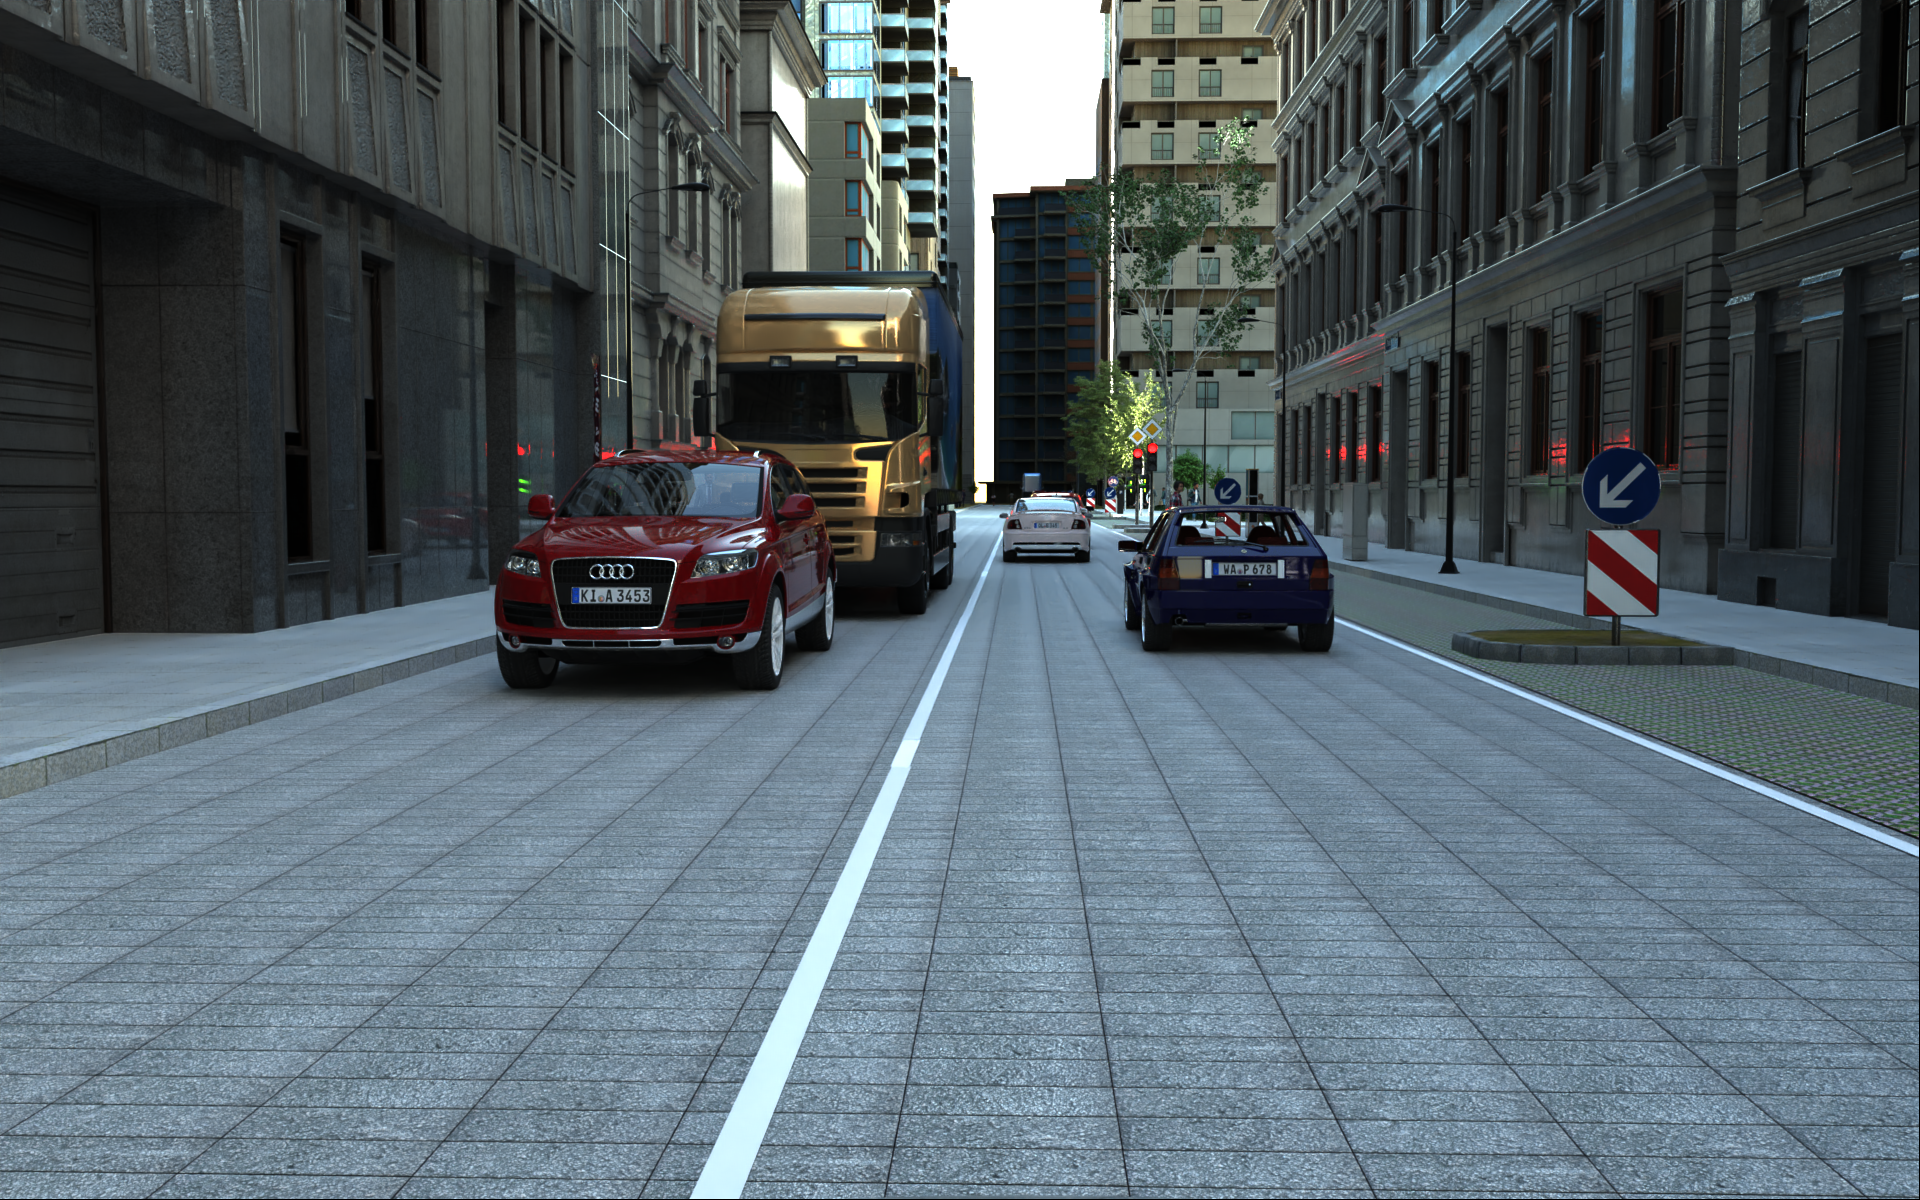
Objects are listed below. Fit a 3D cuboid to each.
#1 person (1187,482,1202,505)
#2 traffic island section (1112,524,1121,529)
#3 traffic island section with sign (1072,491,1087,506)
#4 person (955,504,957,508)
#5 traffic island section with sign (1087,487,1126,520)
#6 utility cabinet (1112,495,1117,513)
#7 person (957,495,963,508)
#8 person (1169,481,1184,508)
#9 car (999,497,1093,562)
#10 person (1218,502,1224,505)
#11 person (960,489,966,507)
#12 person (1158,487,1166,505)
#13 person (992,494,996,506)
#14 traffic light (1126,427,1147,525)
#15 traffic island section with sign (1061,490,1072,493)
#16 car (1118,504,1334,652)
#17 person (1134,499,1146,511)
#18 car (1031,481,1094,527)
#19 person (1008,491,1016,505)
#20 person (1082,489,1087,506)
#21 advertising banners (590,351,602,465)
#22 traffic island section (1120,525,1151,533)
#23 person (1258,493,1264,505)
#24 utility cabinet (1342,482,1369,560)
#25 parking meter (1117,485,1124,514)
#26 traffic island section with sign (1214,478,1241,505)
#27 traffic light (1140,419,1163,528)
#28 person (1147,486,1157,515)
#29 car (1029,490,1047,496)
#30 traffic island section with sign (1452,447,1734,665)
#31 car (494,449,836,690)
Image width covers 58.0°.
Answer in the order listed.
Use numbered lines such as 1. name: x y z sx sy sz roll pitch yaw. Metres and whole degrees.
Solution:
1. person: 11.028 -4.583 80.952 0.794 1.824 0.713 -1 4 -14
2. traffic island section: 7.444 -3.080 72.646 2.009 0.180 2.903 0 4 2
3. traffic island section with sign: 9.228 -7.070 124.219 1.989 1.847 2.006 0 4 2
4. person: -0.565 -9.231 157.411 0.683 1.767 0.568 1 4 17
5. traffic island section with sign: 8.290 -5.419 97.233 1.989 1.847 2.006 0 4 2
6. utility cabinet: 10.689 -6.654 119.948 0.306 1.237 1.020 -1 4 -8
7. person: -0.194 -9.672 164.892 1.217 1.736 0.721 -2 4 -35
8. person: 4.774 -1.790 38.597 0.643 1.720 0.563 1 4 13
9. car: 1.886 -1.561 37.892 2.083 1.381 4.827 0 4 3
10. person: 10.310 -3.601 67.920 0.362 1.759 0.519 1 4 15
11. person: 0.285 -10.273 174.448 0.683 1.767 0.568 1 4 16
12. person: 16.342 -8.134 139.023 0.794 1.824 0.713 -2 4 -34
13. person: 3.978 -11.915 206.504 0.628 1.438 0.799 -2 4 -24
14. traffic light: 7.404 -5.114 72.533 0.839 4.253 0.868 0 4 2
15. traffic island section with sign: 11.897 -11.843 202.257 1.989 1.847 2.006 0 4 2
16. car: 2.567 -0.278 17.123 1.945 1.354 3.894 0 4 2
17. person: 13.545 -7.288 130.692 1.012 1.151 0.738 0 4 0
18. car: 2.554 -2.295 46.571 2.155 1.783 4.494 0 4 2
19. person: 6.554 -12.956 220.338 1.348 1.824 0.705 -2 4 -30
20. person: 13.364 -10.966 185.348 0.705 1.822 1.348 2 4 30
21. advertising banners: -4.518 -1.598 22.315 0.090 3.025 2.074 0 4 0
22. traffic island section: 7.170 -2.592 64.665 2.009 0.180 2.903 0 4 2
23. person: 9.675 -2.777 55.716 0.640 1.303 0.475 0 4 -1
24. utility cabinet: 7.670 -1.522 33.556 0.318 1.500 1.173 0 4 4
25. parking meter: 10.302 -6.468 111.464 0.399 1.863 0.255 -1 4 -10
26. traffic island section with sign: 6.430 -2.096 42.892 1.989 1.847 2.006 0 4 2
27. traffic light: 7.130 -4.626 64.553 0.839 4.253 0.868 0 4 2
28. person: 11.604 -6.007 104.441 0.661 1.801 0.590 1 4 21
29. car: 8.445 -10.678 183.262 2.281 1.827 5.304 0 4 3
30. traffic island section with sign: 5.483 -0.411 15.355 1.989 1.847 2.006 0 4 2
31. car: -2.258 -0.350 14.402 2.281 1.827 5.304 0 4 3
